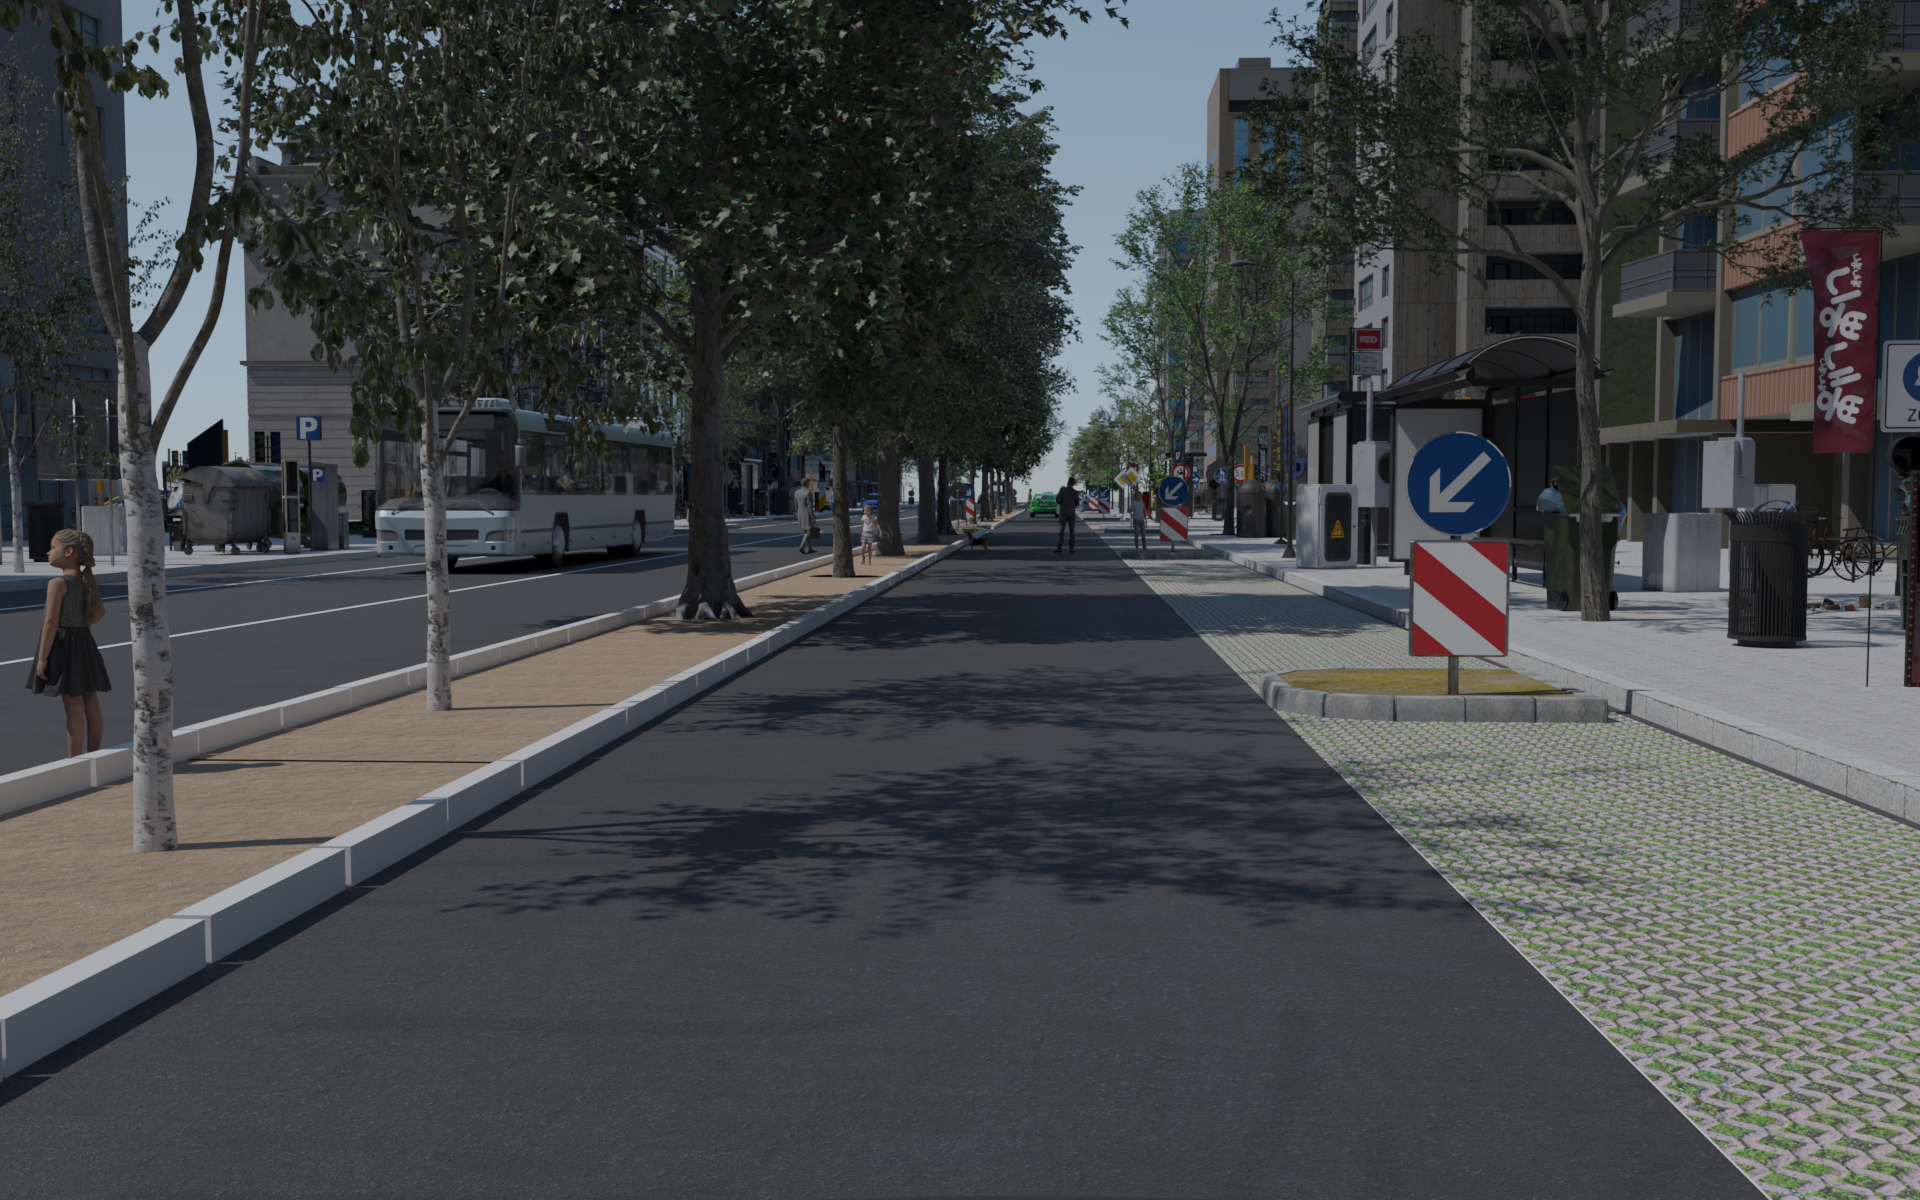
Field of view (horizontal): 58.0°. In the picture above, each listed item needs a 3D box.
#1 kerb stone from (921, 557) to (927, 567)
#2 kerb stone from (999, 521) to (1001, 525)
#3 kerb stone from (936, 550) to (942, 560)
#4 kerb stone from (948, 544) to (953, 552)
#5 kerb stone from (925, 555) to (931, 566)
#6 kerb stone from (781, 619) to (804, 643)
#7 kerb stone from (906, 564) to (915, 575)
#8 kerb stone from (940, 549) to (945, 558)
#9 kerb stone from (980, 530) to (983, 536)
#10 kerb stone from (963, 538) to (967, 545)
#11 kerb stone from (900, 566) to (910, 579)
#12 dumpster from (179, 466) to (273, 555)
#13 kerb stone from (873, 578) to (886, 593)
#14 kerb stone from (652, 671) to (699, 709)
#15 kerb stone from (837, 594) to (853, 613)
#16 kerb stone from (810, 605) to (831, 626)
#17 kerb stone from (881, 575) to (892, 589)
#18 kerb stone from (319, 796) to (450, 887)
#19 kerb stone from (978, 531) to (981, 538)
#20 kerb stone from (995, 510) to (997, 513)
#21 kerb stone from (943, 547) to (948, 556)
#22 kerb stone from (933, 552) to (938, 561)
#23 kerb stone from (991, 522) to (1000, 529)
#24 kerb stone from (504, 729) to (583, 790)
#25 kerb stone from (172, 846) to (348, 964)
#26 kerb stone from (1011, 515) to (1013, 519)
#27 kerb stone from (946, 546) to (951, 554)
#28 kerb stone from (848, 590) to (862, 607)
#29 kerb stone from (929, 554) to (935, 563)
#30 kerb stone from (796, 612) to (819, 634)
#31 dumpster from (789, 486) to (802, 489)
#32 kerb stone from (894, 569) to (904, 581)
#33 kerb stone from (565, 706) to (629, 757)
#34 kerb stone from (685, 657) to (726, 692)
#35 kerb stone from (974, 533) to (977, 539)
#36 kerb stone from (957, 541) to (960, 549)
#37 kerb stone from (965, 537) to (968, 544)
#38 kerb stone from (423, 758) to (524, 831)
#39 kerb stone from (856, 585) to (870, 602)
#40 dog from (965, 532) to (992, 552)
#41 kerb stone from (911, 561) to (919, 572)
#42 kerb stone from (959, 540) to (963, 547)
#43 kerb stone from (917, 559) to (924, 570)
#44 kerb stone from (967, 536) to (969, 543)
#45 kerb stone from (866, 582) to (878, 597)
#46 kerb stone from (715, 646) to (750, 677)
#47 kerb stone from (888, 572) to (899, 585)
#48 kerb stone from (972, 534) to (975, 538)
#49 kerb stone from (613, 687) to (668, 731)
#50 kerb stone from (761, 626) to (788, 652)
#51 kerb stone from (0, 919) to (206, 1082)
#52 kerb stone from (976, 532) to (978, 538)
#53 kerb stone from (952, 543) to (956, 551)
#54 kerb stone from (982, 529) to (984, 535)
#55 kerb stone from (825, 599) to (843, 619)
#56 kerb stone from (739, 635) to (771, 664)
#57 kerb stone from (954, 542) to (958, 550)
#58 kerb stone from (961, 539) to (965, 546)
[{"bbox_3d":[-0.780,-0.686,33.405,0.120,0.150,1.000,0,4,3],"label":"kerb stone"},{"bbox_3d":[1.599,-3.287,75.939,0.120,0.150,1.000,0,4,3],"label":"kerb stone"},{"bbox_3d":[-0.539,-0.930,37.498,0.120,0.150,1.000,0,4,3],"label":"kerb stone"},{"bbox_3d":[-0.317,-1.186,41.590,0.120,0.150,1.000,0,4,3],"label":"kerb stone"},{"bbox_3d":[-0.724,-0.748,34.425,0.120,0.150,1.000,0,4,3],"label":"kerb stone"},{"bbox_3d":[-1.688,0.320,17.037,0.120,0.150,1.000,0,4,3],"label":"kerb stone"},{"bbox_3d":[-0.942,-0.498,30.336,0.120,0.150,1.000,0,4,3],"label":"kerb stone"},{"bbox_3d":[-0.479,-0.996,38.519,0.120,0.150,1.000,0,4,3],"label":"kerb stone"},{"bbox_3d":[0.599,-2.185,57.964,0.120,0.150,1.000,0,4,3],"label":"kerb stone"},{"bbox_3d":[0.026,-1.558,47.732,0.120,0.150,1.000,0,4,3],"label":"kerb stone"},{"bbox_3d":[-0.995,-0.429,29.315,0.120,0.150,1.000,0,4,3],"label":"kerb stone"},{"bbox_3d":[-15.605,-1.901,36.843,1.264,1.857,1.865,0,4,3],"label":"dumpster"},{"bbox_3d":[-1.227,-0.185,25.217,0.120,0.150,1.000,0,4,3],"label":"kerb stone"},{"bbox_3d":[-1.976,0.630,11.922,0.120,0.150,1.000,0,4,3],"label":"kerb stone"},{"bbox_3d":[-1.456,0.065,21.129,0.120,0.150,1.000,0,4,3],"label":"kerb stone"},{"bbox_3d":[-1.570,0.191,19.080,0.120,0.150,1.000,0,4,3],"label":"kerb stone"},{"bbox_3d":[-1.172,-0.246,26.243,0.120,0.150,1.000,0,4,3],"label":"kerb stone"},{"bbox_3d":[-2.250,0.941,6.810,0.120,0.150,1.000,0,4,3],"label":"kerb stone"},{"bbox_3d":[0.540,-2.125,56.943,0.120,0.150,1.000,0,4,3],"label":"kerb stone"},{"bbox_3d":[3.155,-7.298,141.521,0.120,0.150,1.000,0,4,3],"label":"kerb stone"},{"bbox_3d":[-0.432,-1.059,39.549,0.120,0.150,1.000,0,4,3],"label":"kerb stone"},{"bbox_3d":[-0.607,-0.873,36.476,0.120,0.150,1.000,0,4,3],"label":"kerb stone"},{"bbox_3d":[1.548,-3.220,74.910,0.120,0.150,1.000,0,4,3],"label":"kerb stone"},{"bbox_3d":[-2.138,0.816,8.857,0.120,0.150,1.000,0,4,3],"label":"kerb stone"},{"bbox_3d":[-2.314,1.005,5.780,0.120,0.150,1.000,0,4,3],"label":"kerb stone"},{"bbox_3d":[2.687,-4.467,95.392,0.120,0.150,1.000,0,4,3],"label":"kerb stone"},{"bbox_3d":[-0.372,-1.121,40.569,0.120,0.150,1.000,0,4,3],"label":"kerb stone"},{"bbox_3d":[-1.402,0.006,22.150,0.120,0.150,1.000,0,4,3],"label":"kerb stone"},{"bbox_3d":[-0.664,-0.811,35.456,0.120,0.150,1.000,0,4,3],"label":"kerb stone"},{"bbox_3d":[-1.629,0.256,18.059,0.120,0.150,1.000,0,4,3],"label":"kerb stone"},{"bbox_3d":[-11.542,-7.114,122.077,1.264,1.857,1.865,0,4,3],"label":"dumpster"},{"bbox_3d":[-1.063,-0.373,28.295,0.120,0.150,1.000,0,4,3],"label":"kerb stone"},{"bbox_3d":[-2.089,0.757,9.881,0.120,0.150,1.000,0,4,3],"label":"kerb stone"},{"bbox_3d":[-1.920,0.567,12.943,0.120,0.150,1.000,0,4,3],"label":"kerb stone"},{"bbox_3d":[0.372,-1.938,53.875,0.120,0.150,1.000,0,4,3],"label":"kerb stone"},{"bbox_3d":[-0.148,-1.371,44.657,0.120,0.150,1.000,0,4,3],"label":"kerb stone"},{"bbox_3d":[0.079,-1.625,48.763,0.120,0.150,1.000,0,4,3],"label":"kerb stone"},{"bbox_3d":[-2.198,0.879,7.831,0.120,0.150,1.000,0,4,3],"label":"kerb stone"},{"bbox_3d":[-1.346,-0.060,23.176,0.120,0.150,1.000,0,4,3],"label":"kerb stone"},{"bbox_3d":[0.446,-1.428,42.631,0.540,0.507,0.406,-2,4,-32],"label":"dog"},{"bbox_3d":[-0.890,-0.561,31.363,0.120,0.150,1.000,0,4,3],"label":"kerb stone"},{"bbox_3d":[-0.085,-1.436,45.677,0.120,0.150,1.000,0,4,3],"label":"kerb stone"},{"bbox_3d":[-0.827,-0.623,32.383,0.120,0.150,1.000,0,4,3],"label":"kerb stone"},{"bbox_3d":[0.141,-1.688,49.791,0.120,0.150,1.000,0,4,3],"label":"kerb stone"},{"bbox_3d":[-1.289,-0.122,24.196,0.120,0.150,1.000,0,4,3],"label":"kerb stone"},{"bbox_3d":[-1.863,0.507,13.964,0.120,0.150,1.000,0,4,3],"label":"kerb stone"},{"bbox_3d":[-1.111,-0.310,27.272,0.120,0.150,1.000,0,4,3],"label":"kerb stone"},{"bbox_3d":[0.304,-1.875,52.855,0.120,0.150,1.000,0,4,3],"label":"kerb stone"},{"bbox_3d":[-2.029,0.695,10.902,0.120,0.150,1.000,0,4,3],"label":"kerb stone"},{"bbox_3d":[-1.747,0.378,16.014,0.120,0.150,1.000,0,4,3],"label":"kerb stone"},{"bbox_3d":[-2.373,1.071,4.750,0.120,0.150,1.000,0,4,3],"label":"kerb stone"},{"bbox_3d":[0.418,-1.999,54.896,0.120,0.150,1.000,0,4,3],"label":"kerb stone"},{"bbox_3d":[-0.262,-1.249,42.611,0.120,0.150,1.000,0,4,3],"label":"kerb stone"},{"bbox_3d":[0.657,-2.251,58.993,0.120,0.150,1.000,0,4,3],"label":"kerb stone"},{"bbox_3d":[-1.513,0.128,20.107,0.120,0.150,1.000,0,4,3],"label":"kerb stone"},{"bbox_3d":[-1.803,0.445,14.987,0.120,0.150,1.000,0,4,3],"label":"kerb stone"},{"bbox_3d":[-0.208,-1.311,43.636,0.120,0.150,1.000,0,4,3],"label":"kerb stone"},{"bbox_3d":[-0.033,-1.499,46.704,0.120,0.150,1.000,0,4,3],"label":"kerb stone"}]
